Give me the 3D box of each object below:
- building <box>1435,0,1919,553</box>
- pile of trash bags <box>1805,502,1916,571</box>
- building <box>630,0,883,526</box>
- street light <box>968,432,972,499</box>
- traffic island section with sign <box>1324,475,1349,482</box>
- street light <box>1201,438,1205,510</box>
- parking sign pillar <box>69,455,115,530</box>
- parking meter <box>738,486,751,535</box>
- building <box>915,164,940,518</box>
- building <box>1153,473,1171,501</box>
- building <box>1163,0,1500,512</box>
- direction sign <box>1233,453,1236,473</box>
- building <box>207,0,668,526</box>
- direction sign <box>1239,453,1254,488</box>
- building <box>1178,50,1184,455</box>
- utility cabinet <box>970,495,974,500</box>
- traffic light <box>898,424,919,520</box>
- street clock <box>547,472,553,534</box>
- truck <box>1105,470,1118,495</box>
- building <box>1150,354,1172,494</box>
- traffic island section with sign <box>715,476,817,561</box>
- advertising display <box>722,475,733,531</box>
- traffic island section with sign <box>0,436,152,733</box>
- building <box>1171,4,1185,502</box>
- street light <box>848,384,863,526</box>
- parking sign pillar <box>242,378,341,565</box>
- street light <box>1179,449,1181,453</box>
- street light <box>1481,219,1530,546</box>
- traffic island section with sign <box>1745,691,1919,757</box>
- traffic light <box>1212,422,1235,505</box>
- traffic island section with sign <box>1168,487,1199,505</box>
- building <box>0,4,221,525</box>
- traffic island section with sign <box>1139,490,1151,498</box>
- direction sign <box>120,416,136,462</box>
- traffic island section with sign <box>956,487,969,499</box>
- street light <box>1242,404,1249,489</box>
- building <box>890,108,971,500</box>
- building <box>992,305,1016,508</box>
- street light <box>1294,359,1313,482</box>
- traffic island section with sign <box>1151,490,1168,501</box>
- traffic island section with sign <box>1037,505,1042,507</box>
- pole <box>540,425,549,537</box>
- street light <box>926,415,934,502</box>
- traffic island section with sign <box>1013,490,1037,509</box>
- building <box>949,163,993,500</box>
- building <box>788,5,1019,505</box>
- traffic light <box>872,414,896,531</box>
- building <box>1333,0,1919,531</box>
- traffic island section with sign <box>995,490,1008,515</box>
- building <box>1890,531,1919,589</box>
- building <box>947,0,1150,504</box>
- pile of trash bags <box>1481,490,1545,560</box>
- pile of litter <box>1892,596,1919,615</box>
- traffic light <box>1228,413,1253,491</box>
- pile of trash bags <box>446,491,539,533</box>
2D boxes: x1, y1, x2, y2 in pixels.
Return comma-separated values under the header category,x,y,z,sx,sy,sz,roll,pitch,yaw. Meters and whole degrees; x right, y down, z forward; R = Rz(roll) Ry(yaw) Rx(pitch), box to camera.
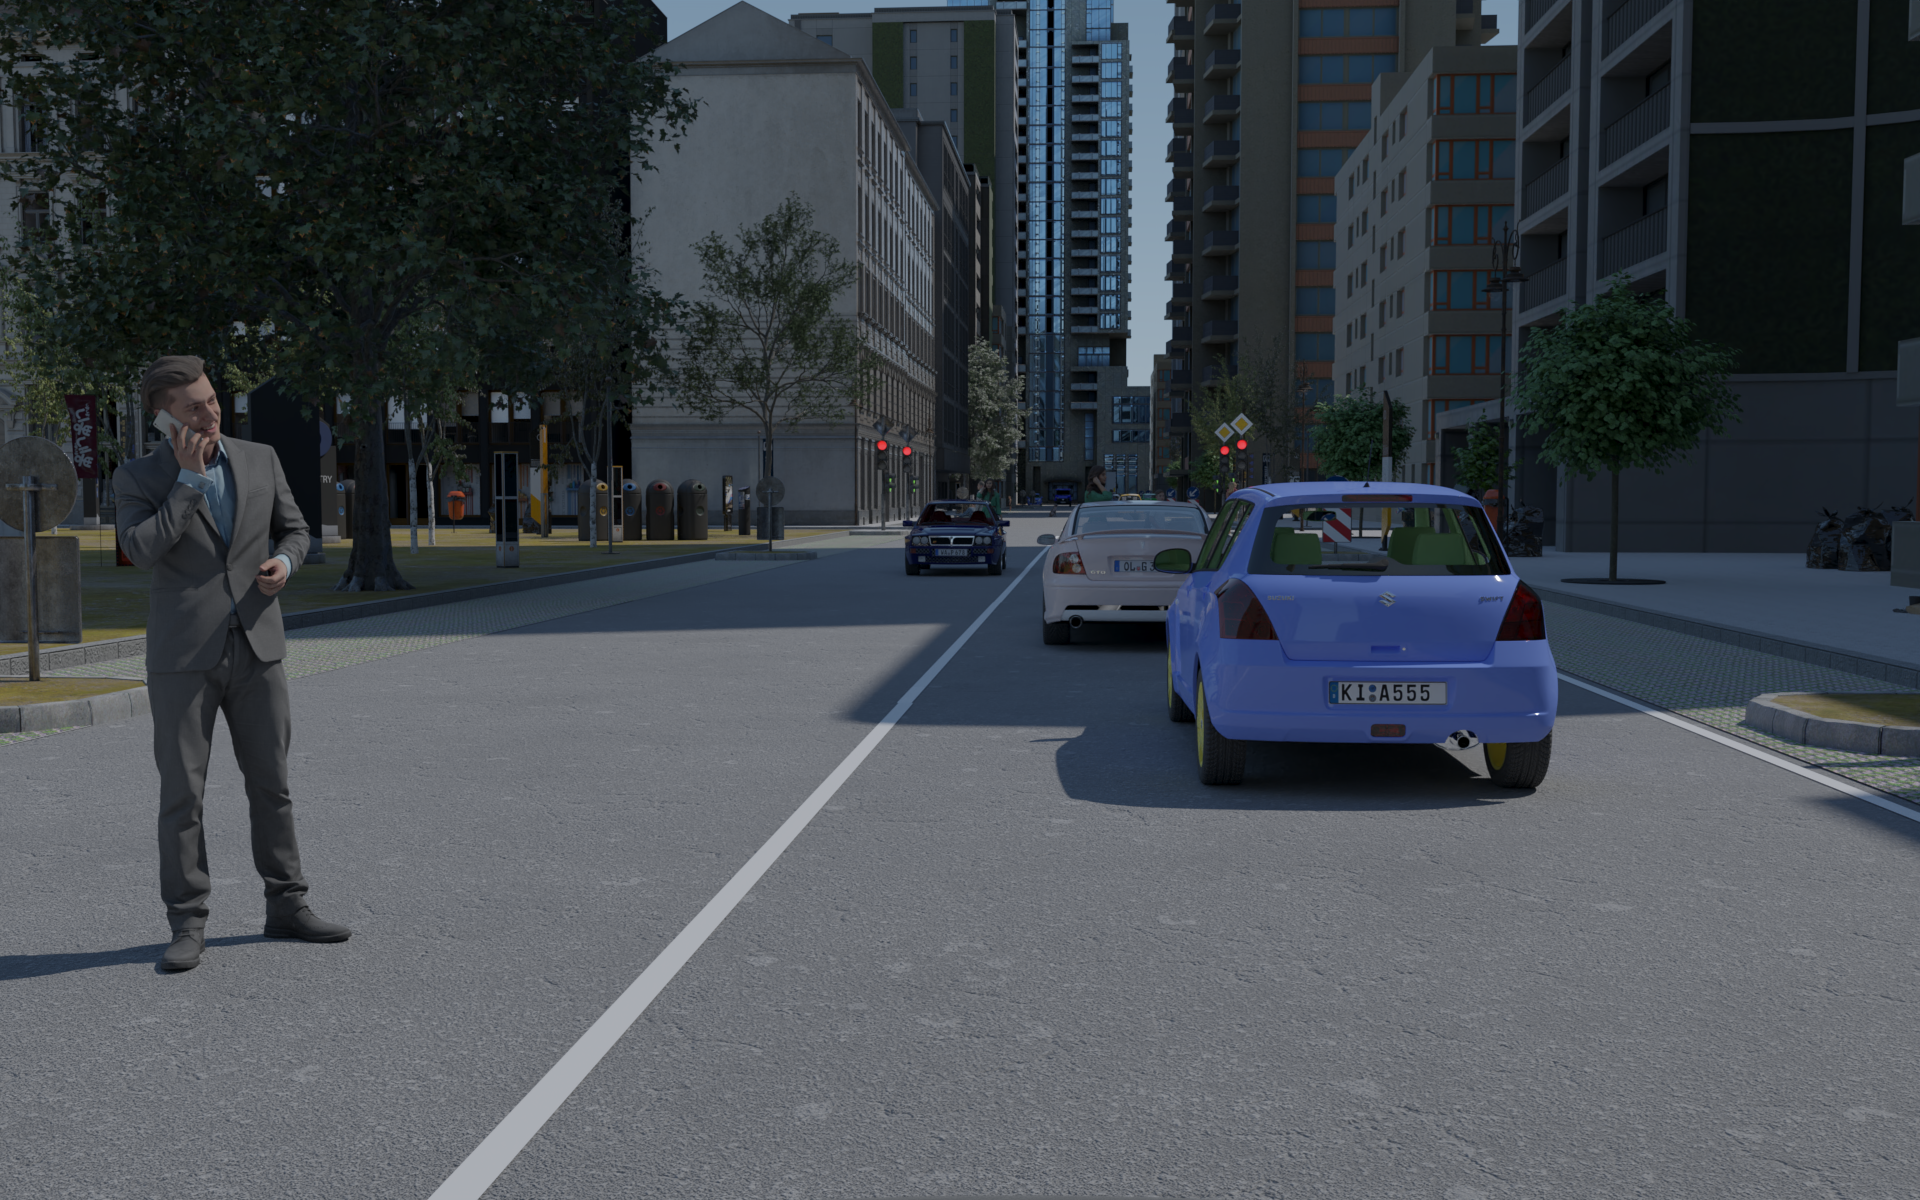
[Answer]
category,x,y,z,sx,sy,sz,roll,pitch,yaw
building,23.818,-36.779,39.587,20.563,71.187,20.611,0,4,4
pile of trash bags,16.306,-1.193,29.264,3.447,1.369,1.912,1,4,9
building,-8.025,-14.021,78.402,9.793,20.994,18.267,0,4,4
street light,0.707,-9.579,129.401,0.468,5.910,1.993,0,4,4
traffic island section with sign,7.983,-1.778,37.692,1.989,1.847,2.006,0,4,4
street light,15.892,-8.543,112.473,0.468,5.910,1.993,0,4,4
parking sign pillar,-30.954,-4.476,61.651,1.447,3.967,1.447,-1,4,-22
parking meter,-6.728,-2.790,54.032,0.372,1.533,0.369,0,3,0
building,-6.806,-15.134,96.595,9.793,20.994,18.267,0,4,4
building,33.847,-46.933,205.605,20.563,71.187,20.611,0,4,4
building,26.365,-28.889,126.959,22.147,44.769,28.867,0,4,4
direction sign,15.549,-6.385,96.392,0.876,3.537,0.379,3,5,41
building,-21.954,-15.044,75.644,15.834,23.373,12.332,0,4,4
direction sign,15.657,-6.257,94.303,0.876,3.537,0.379,-3,4,-37
building,27.675,-31.260,161.206,14.600,45.320,14.200,0,4,4
utility cabinet,0.910,-7.604,135.493,0.306,1.237,1.020,0,4,6
traffic light,-2.052,-4.885,68.788,0.839,4.253,0.868,0,4,4
street clock,-13.225,-3.123,55.631,0.358,2.002,0.471,-1,4,-17
truck,17.273,-13.193,204.615,2.839,4.237,11.283,0,4,5
building,41.184,-24.093,238.963,28.899,21.520,27.650,0,4,4
traffic island section with sign,-4.197,-1.797,38.009,1.989,1.847,2.006,0,4,4
advertising display,-8.026,-3.340,59.829,0.123,1.923,0.974,0,4,7
traffic island section with sign,-6.313,-0.153,11.137,1.989,1.847,2.006,0,4,4
building,32.866,-39.121,181.628,21.231,58.520,28.212,0,4,4
street light,-4.191,-5.923,69.628,0.468,5.910,1.993,0,4,4
parking sign pillar,-12.483,-2.654,31.872,1.447,3.967,1.447,3,5,44
street light,18.173,-10.364,142.242,0.468,5.910,1.993,0,4,4
street light,9.234,-3.467,29.477,0.468,5.910,1.993,0,4,4
traffic island section with sign,5.822,-0.094,10.173,1.989,1.847,2.006,0,4,4
traffic light,10.323,-4.826,67.832,0.839,4.253,0.868,0,4,4
traffic island section with sign,12.328,-5.141,92.687,1.989,1.847,2.006,0,4,4
building,-40.232,-15.148,76.542,19.941,23.489,11.050,0,4,4
traffic island section with sign,20.584,-11.548,197.437,1.989,1.847,2.006,0,4,4
direction sign,-24.113,-3.563,50.250,0.876,3.537,0.379,3,5,39
traffic island section with sign,0.182,-5.192,93.516,1.989,1.847,2.006,0,4,4
street light,13.475,-6.694,82.228,0.468,5.910,1.993,0,4,4
building,-7.203,-19.828,117.692,14.314,27.812,24.014,0,4,4
building,-8.863,-20.119,173.988,27.650,21.520,28.899,0,4,4
street light,11.729,-5.287,59.229,0.468,5.910,1.993,0,4,4
traffic island section with sign,14.476,-6.809,119.956,1.989,1.847,2.006,0,4,4
traffic island section with sign,8.371,-11.551,197.487,1.989,1.847,2.006,0,4,4
pole,-12.299,-3.509,51.210,0.158,3.312,0.155,0,3,0
street light,-1.733,-7.759,99.644,0.468,5.910,1.993,0,4,4
traffic island section with sign,6.260,-9.907,170.615,1.989,1.847,2.006,0,4,4
building,-4.574,-23.219,151.339,14.160,30.474,14.107,0,4,4
building,-7.200,-40.827,209.518,28.212,58.520,21.231,0,4,4
traffic light,-2.679,-4.398,60.827,0.839,4.253,0.868,0,4,4
building,33.720,-14.362,79.855,28.899,21.520,27.650,0,4,4
traffic island section with sign,2.349,-6.876,121.053,1.989,1.847,2.006,0,4,4
building,25.689,-9.977,8.162,27.650,21.520,28.899,0,4,4
building,10.350,-56.516,236.708,31.000,86.520,22.319,0,4,4
pile of trash bags,10.942,-1.568,35.383,1.912,1.369,3.447,1,4,17
pile of litter,10.926,-0.270,18.378,1.719,0.858,1.176,3,5,42
traffic light,9.695,-4.339,59.871,0.839,4.253,0.868,0,4,4
pile of trash bags,-15.202,-2.890,57.012,3.447,1.369,1.912,0,4,2
